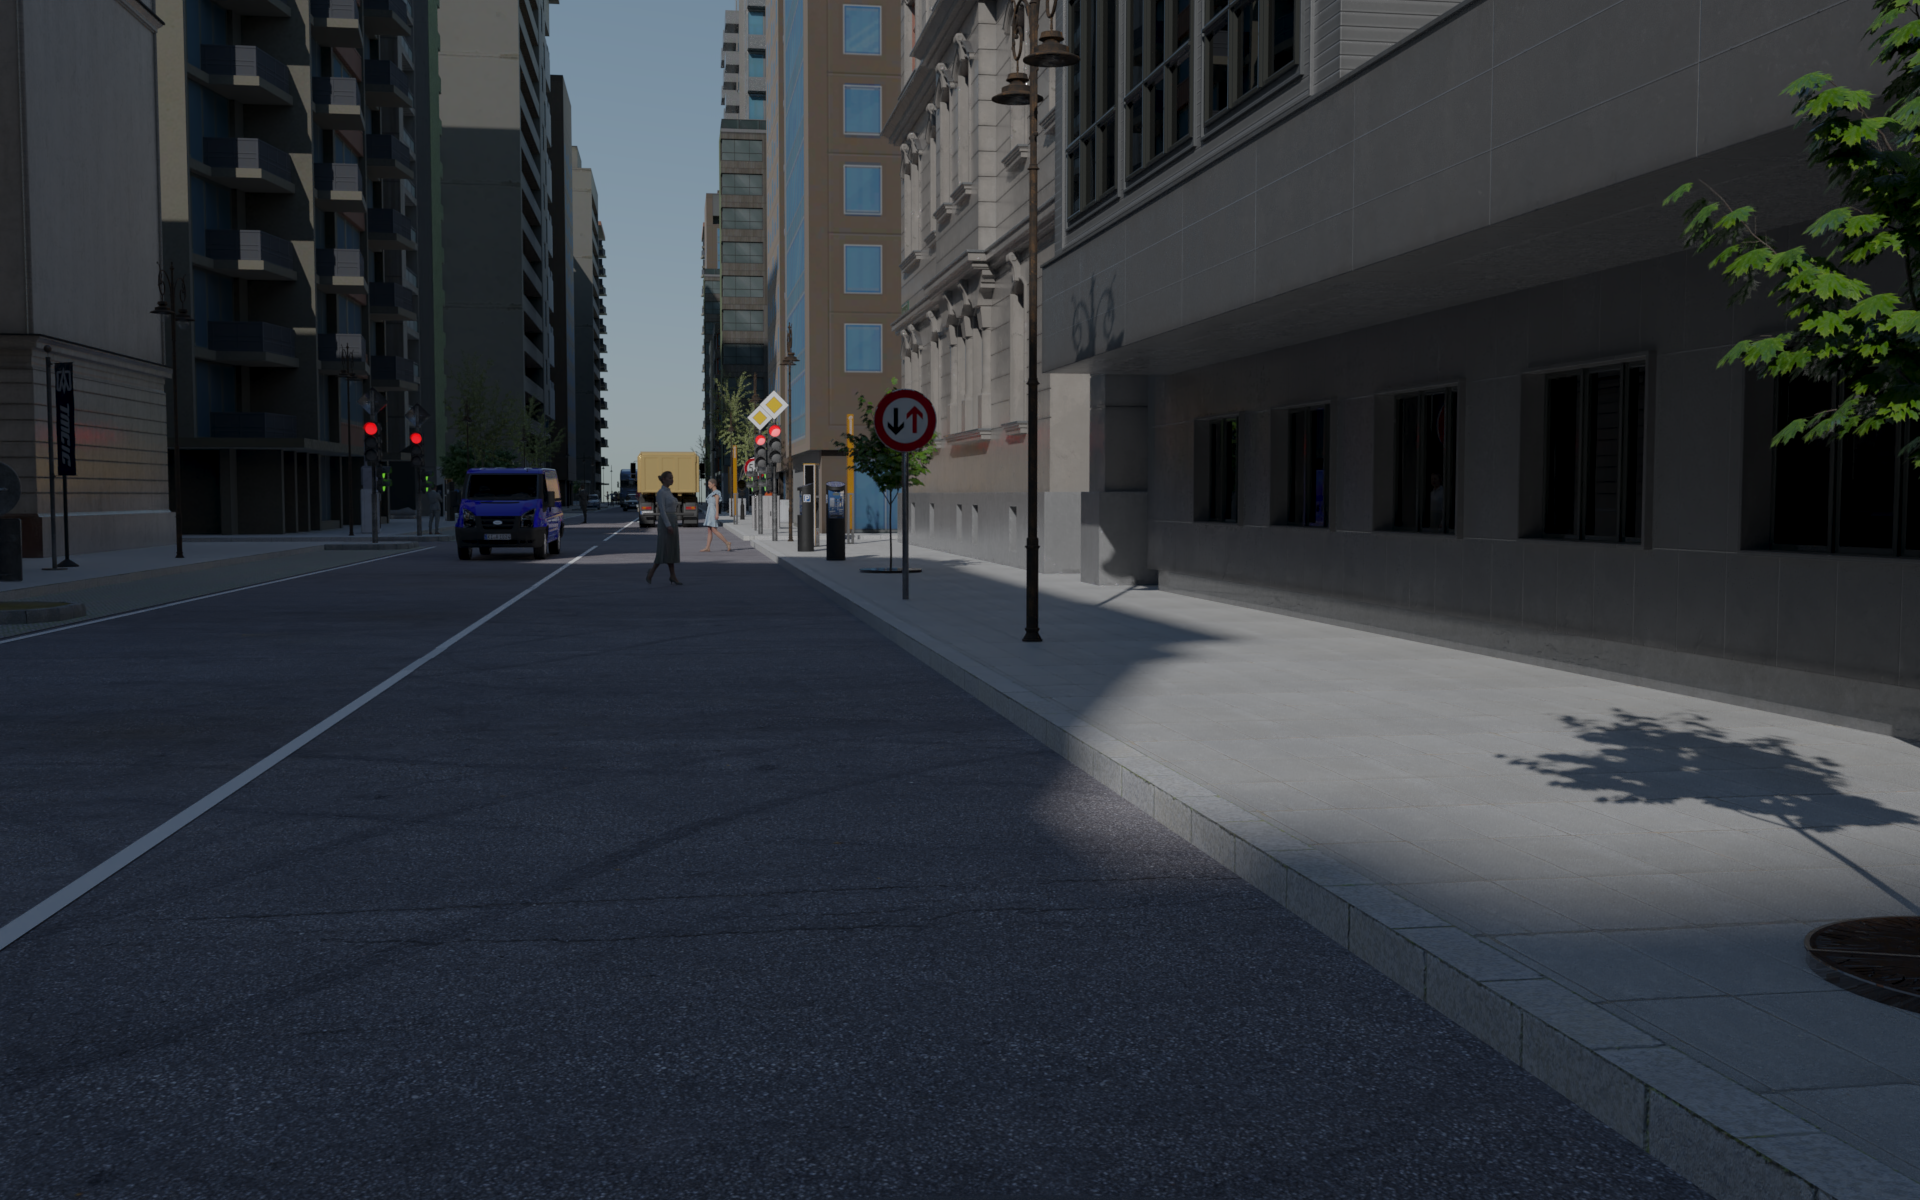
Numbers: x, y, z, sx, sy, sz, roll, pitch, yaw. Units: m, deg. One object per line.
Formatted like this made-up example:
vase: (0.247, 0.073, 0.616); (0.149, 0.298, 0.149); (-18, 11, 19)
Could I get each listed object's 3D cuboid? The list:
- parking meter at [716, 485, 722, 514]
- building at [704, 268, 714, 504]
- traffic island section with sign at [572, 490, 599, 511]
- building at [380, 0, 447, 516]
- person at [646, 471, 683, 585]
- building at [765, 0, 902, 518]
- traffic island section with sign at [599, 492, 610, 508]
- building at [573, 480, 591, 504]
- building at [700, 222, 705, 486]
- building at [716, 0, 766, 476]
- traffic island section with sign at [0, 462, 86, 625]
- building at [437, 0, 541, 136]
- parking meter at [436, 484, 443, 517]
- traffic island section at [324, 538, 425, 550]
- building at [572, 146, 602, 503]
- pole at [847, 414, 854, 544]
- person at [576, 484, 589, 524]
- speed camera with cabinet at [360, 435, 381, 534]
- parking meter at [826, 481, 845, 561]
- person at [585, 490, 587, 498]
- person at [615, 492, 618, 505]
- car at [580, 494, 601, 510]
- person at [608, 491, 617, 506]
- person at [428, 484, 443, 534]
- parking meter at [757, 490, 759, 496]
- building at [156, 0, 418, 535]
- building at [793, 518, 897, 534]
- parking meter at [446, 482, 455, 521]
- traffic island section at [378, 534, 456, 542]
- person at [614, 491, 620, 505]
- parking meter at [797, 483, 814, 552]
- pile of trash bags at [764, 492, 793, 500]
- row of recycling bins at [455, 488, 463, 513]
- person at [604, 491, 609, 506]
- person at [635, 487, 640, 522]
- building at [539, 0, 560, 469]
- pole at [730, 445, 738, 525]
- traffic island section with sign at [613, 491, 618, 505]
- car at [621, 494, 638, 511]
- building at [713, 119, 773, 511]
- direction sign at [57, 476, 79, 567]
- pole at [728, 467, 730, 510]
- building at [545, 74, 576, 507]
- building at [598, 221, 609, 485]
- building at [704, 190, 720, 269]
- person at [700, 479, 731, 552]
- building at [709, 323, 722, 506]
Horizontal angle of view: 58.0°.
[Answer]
parking meter: (-15.597, -6.493, 111.879); (0.399, 1.863, 0.255); (-1, 4, -16)
building: (-25.866, -27.612, 223.165); (14.160, 30.474, 14.107); (-1, 4, -9)
traffic island section with sign: (-32.585, -8.647, 150.000); (1.989, 1.847, 2.006); (-1, 4, -9)
building: (-36.895, -25.234, 96.170); (14.154, 41.232, 14.086); (-1, 4, -9)
person: (-4.698, -1.144, 27.427); (0.641, 1.798, 0.478); (2, 4, 25)
building: (-5.383, -28.353, 113.686); (14.600, 45.320, 14.200); (-1, 4, -9)
traffic island section with sign: (-37.069, -10.309, 177.176); (1.989, 1.847, 2.006); (-1, 4, -9)
building: (-63.664, -32.244, 219.075); (32.217, 40.220, 23.993); (-1, 4, -9)
building: (-29.588, -37.866, 273.740); (22.147, 44.769, 28.867); (-1, 4, -9)
building: (-10.596, -33.064, 160.202); (23.786, 49.044, 30.456); (-1, 4, -9)
traffic island section with sign: (-11.125, -0.671, 19.591); (1.989, 1.847, 2.006); (-1, 4, -9)
building: (-44.422, -31.309, 135.599); (21.300, 48.544, 21.600); (-1, 4, -9)
parking meter: (-29.620, -5.679, 98.556); (0.399, 1.863, 0.255); (-1, 4, -13)
traffic island section: (-15.368, -1.417, 45.451); (2.009, 0.180, 2.903); (-1, 4, -9)
building: (-61.776, -37.853, 242.595); (21.300, 48.544, 21.600); (-1, 4, -9)
pole: (-2.806, -3.084, 44.268); (0.158, 3.312, 0.155); (0, 3, 0)
person: (-18.339, -4.667, 84.171); (0.474, 1.900, 0.648); (1, 4, 16)
speed camera with cabinet: (-19.391, -3.834, 57.027); (0.660, 3.252, 2.038); (-1, 4, -16)
parking meter: (-2.398, -1.530, 33.421); (0.372, 1.533, 0.369); (0, 3, 0)
person: (-31.024, -8.231, 143.803); (0.721, 1.735, 1.217); (0, 4, 8)
person: (-45.643, -13.531, 230.658); (0.541, 1.710, 0.530); (-1, 4, -20)
car: (-33.561, -8.889, 157.340); (2.014, 1.417, 4.499); (-1, 4, -11)
person: (-39.875, -11.623, 198.514); (1.348, 1.826, 0.705); (-2, 4, -31)
person: (-18.551, -3.216, 61.261); (0.511, 1.800, 0.466); (0, 4, 5)
parking meter: (-13.875, -6.778, 119.230); (0.372, 1.533, 0.369); (0, 3, 0)
building: (-33.073, -25.073, 64.575); (22.147, 44.769, 28.867); (-1, 4, -9)
building: (1.085, -25.200, 62.136); (14.200, 45.320, 14.600); (-1, 4, -9)
parking meter: (-24.127, -4.668, 82.031); (0.255, 1.863, 0.399); (-3, 5, -44)
traffic island section: (-16.665, -1.899, 53.330); (2.009, 0.180, 2.903); (-1, 4, -9)
person: (-43.295, -12.914, 219.732); (0.705, 1.812, 1.348); (3, 5, 41)
parking meter: (-3.437, -1.844, 38.560); (0.372, 1.533, 0.369); (0, 3, 0)
pile of trash bags: (-8.367, -4.307, 80.179); (1.912, 1.369, 3.447); (1, 4, 11)
row of recycling bins: (-33.529, -6.712, 116.861); (3.534, 1.692, 1.069); (-1, 4, -11)
person: (-41.187, -11.784, 201.693); (0.750, 1.759, 0.617); (0, 4, 1)
person: (-16.226, -4.875, 88.182); (0.580, 1.828, 0.573); (0, 4, 2)
building: (-51.907, -34.853, 159.078); (28.713, 52.752, 27.495); (-1, 4, -9)
pole: (-9.431, -4.824, 72.712); (0.158, 3.312, 0.155); (0, 3, 0)
traffic island section with sign: (-46.318, -13.745, 233.354); (1.989, 1.847, 2.006); (-1, 4, -9)
car: (-27.209, -8.243, 144.567); (2.009, 1.686, 4.222); (0, 4, -8)
building: (-12.013, -22.377, 137.558); (14.160, 30.474, 14.107); (-1, 4, -9)
direction sign: (-15.737, -2.350, 30.426); (0.379, 3.537, 0.876); (-2, 4, -34)
pole: (-17.143, -8.263, 128.938); (0.158, 3.312, 0.155); (0, 3, 0)
building: (-47.830, -32.474, 181.060); (14.600, 45.320, 14.200); (-1, 4, -9)
building: (-65.982, -37.488, 267.545); (22.147, 44.769, 28.867); (-1, 4, -9)
building: (-29.838, -36.780, 251.470); (14.600, 45.320, 14.200); (-1, 4, -9)
person: (-6.069, -2.099, 42.920); (0.778, 1.811, 0.616); (0, 4, -5)
building: (-13.448, -21.197, 191.610); (27.650, 21.520, 28.899); (-1, 4, -9)
